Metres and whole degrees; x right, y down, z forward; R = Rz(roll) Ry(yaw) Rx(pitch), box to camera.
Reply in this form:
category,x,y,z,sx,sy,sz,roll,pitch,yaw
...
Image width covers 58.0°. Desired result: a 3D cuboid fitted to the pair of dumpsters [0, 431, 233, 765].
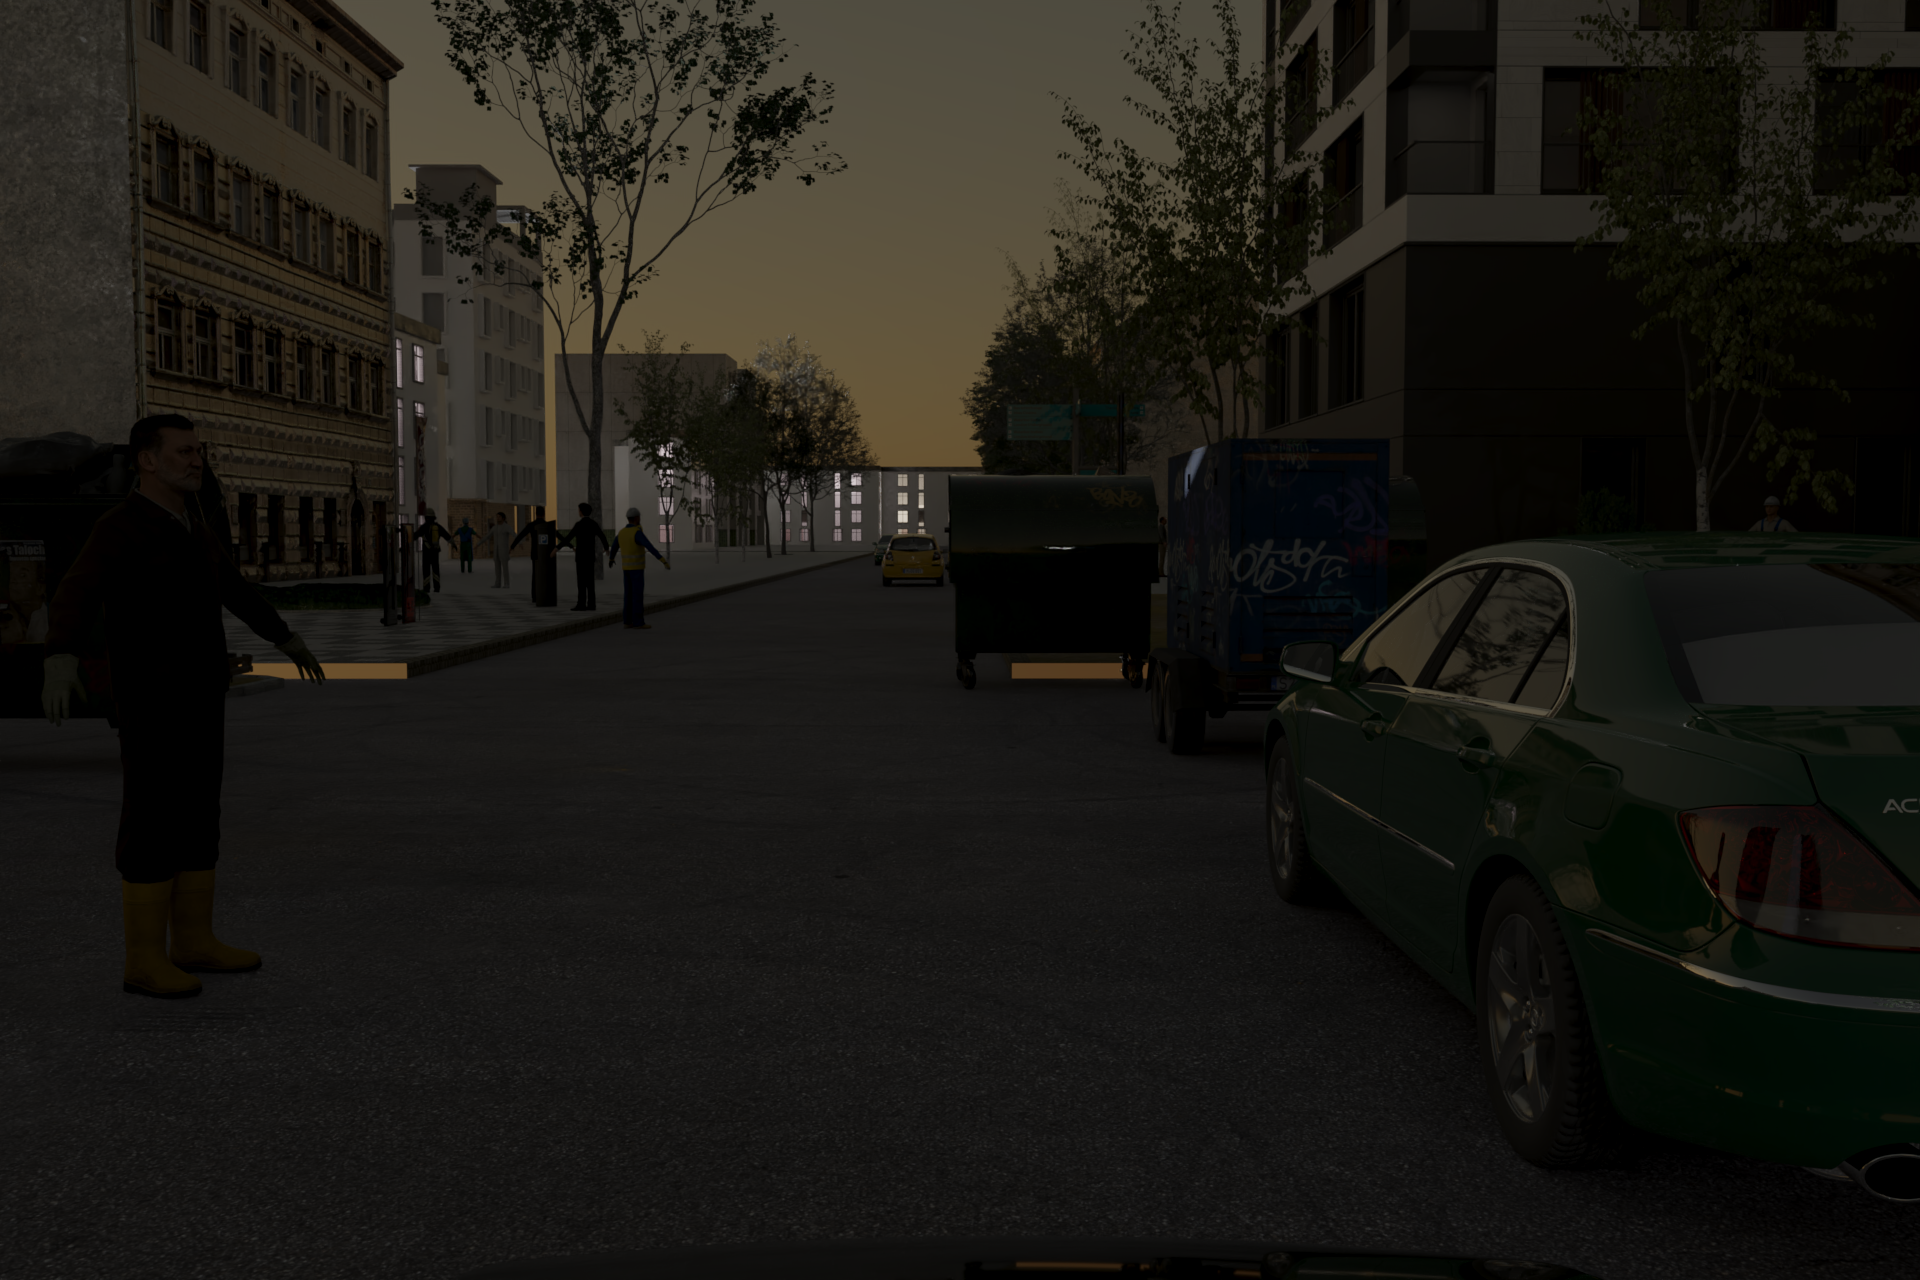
category,x,y,z,sx,sy,sz,roll,pitch,yaw
pair of dumpsters,-6.995,-0.354,10.735,4.436,2.255,1.574,0,4,-1

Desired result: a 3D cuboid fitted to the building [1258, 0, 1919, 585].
category,x,y,z,sx,sy,sz,roll,pitch,yaw
building,21.547,-12.387,46.507,27.936,21.610,32.646,0,4,-1

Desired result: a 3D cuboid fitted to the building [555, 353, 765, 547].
category,x,y,z,sx,sy,sz,roll,pitch,yaw
building,-31.176,-19.510,185.453,16.747,18.905,31.486,0,4,0

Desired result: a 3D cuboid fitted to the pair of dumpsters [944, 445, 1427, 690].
category,x,y,z,sx,sy,sz,roll,pitch,yaw
pair of dumpsters,2.070,-0.705,16.475,4.436,2.255,1.574,0,4,-1

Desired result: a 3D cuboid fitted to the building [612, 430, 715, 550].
category,x,y,z,sx,sy,sz,roll,pitch,yaw
building,-26.213,-12.936,153.651,9.099,9.664,28.070,0,4,-1

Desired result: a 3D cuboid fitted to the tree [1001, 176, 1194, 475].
category,x,y,z,sx,sy,sz,roll,pitch,yaw
tree,3.352,-5.179,35.040,4.360,8.622,3.978,0,3,0

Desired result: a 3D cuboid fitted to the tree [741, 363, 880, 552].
category,x,y,z,sx,sy,sz,roll,pitch,yaw
tree,-10.684,-13.031,123.427,12.009,13.543,11.850,0,3,0

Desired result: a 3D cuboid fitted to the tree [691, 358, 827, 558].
category,x,y,z,sx,sy,sz,roll,pitch,yaw
tree,-10.534,-9.667,92.460,7.601,10.594,8.767,1,4,9

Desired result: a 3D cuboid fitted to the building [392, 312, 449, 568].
category,x,y,z,sx,sy,sz,roll,pitch,yaw
building,-25.863,-7.899,71.293,9.099,9.664,28.070,0,4,0

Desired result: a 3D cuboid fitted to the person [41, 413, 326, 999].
category,x,y,z,sx,sy,sz,roll,pitch,yaw
person,-2.479,0.189,5.504,0.704,1.812,1.346,1,4,11

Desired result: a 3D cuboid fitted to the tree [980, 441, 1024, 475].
category,x,y,z,sx,sy,sz,roll,pitch,yaw
tree,4.534,-11.549,123.243,7.601,10.594,8.767,0,4,6

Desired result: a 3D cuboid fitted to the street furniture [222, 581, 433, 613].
category,x,y,z,sx,sy,sz,roll,pitch,yaw
street furniture,-14.377,-0.941,31.015,10.072,0.657,5.734,3,5,40

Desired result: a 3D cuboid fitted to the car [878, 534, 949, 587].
category,x,y,z,sx,sy,sz,roll,pitch,yaw
car,-1.302,-2.344,48.549,2.015,1.641,3.980,0,4,-1

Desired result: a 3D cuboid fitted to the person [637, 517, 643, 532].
category,x,y,z,sx,sy,sz,roll,pitch,yaw
person,-9.382,-2.706,50.217,0.705,1.833,1.349,-1,4,-10

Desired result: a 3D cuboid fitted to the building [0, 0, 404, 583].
category,x,y,z,sx,sy,sz,roll,pitch,yaw
building,-27.500,-13.203,46.804,19.493,23.208,18.063,0,4,-1

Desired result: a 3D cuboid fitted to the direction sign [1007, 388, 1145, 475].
category,x,y,z,sx,sy,sz,roll,pitch,yaw
direction sign,2.119,-2.600,31.280,2.525,3.948,1.411,0,4,1

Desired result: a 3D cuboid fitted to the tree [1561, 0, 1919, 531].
category,x,y,z,sx,sy,sz,roll,pitch,yaw
tree,8.719,-4.246,19.785,4.737,8.622,4.395,0,3,0

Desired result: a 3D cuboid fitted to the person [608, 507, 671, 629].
category,x,y,z,sx,sy,sz,roll,pitch,yaw
person,-4.921,-1.090,26.250,1.349,1.833,0.705,3,4,39

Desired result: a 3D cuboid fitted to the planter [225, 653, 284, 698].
category,x,y,z,sx,sy,sz,roll,pitch,yaw
planter,-7.308,0.333,15.699,1.991,0.319,1.994,0,4,0

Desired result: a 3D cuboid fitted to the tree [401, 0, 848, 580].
category,x,y,z,sx,sy,sz,roll,pitch,yaw
tree,-9.563,-11.828,49.285,12.611,20.169,13.585,0,3,0

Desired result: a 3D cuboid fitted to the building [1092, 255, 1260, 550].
category,x,y,z,sx,sy,sz,roll,pitch,yaw
building,20.246,-19.218,145.147,19.493,23.208,18.063,0,4,-1

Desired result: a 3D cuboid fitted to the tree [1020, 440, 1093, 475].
category,x,y,z,sx,sy,sz,roll,pitch,yaw
tree,4.922,-8.591,90.822,4.737,8.622,4.395,0,3,0

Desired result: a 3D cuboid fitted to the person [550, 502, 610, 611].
category,x,y,z,sx,sy,sz,roll,pitch,yaw
person,-6.283,-1.391,28.936,0.705,1.806,1.347,2,4,31

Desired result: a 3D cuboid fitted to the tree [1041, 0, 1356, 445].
category,x,y,z,sx,sy,sz,roll,pitch,yaw
tree,3.357,-4.438,22.921,4.737,8.622,4.395,0,3,0

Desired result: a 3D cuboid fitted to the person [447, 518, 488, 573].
category,x,y,z,sx,sy,sz,roll,pitch,yaw
person,-16.139,-3.090,56.648,1.347,1.817,0.704,0,4,4

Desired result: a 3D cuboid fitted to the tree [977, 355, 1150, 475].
category,x,y,z,sx,sy,sz,roll,pitch,yaw
tree,5.046,-9.169,84.323,8.767,10.594,7.601,0,4,1

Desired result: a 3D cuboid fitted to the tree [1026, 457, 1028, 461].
category,x,y,z,sx,sy,sz,roll,pitch,yaw
tree,5.104,-10.161,116.495,4.360,8.622,3.978,0,3,0

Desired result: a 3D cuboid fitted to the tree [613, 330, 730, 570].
category,x,y,z,sx,sy,sz,roll,pitch,yaw
tree,-10.433,-6.827,61.979,4.737,8.622,4.395,0,3,0

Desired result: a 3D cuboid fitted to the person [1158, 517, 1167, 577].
category,x,y,z,sx,sy,sz,roll,pitch,yaw
person,6.047,-2.764,51.460,0.705,1.796,1.348,0,4,7

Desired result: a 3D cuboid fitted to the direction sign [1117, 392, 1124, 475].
category,x,y,z,sx,sy,sz,roll,pitch,yaw
direction sign,2.600,-2.212,28.160,0.379,3.537,0.876,0,4,0

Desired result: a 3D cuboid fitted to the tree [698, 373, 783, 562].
category,x,y,z,sx,sy,sz,roll,pitch,yaw
tree,-9.914,-7.886,79.292,4.360,8.622,3.978,0,3,0

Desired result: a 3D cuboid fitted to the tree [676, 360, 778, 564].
category,x,y,z,sx,sy,sz,roll,pitch,yaw
tree,-10.191,-7.534,73.540,4.737,8.622,4.395,0,3,0

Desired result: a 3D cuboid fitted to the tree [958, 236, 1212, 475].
category,x,y,z,sx,sy,sz,roll,pitch,yaw
tree,5.010,-9.788,70.400,12.009,13.543,11.850,0,3,0

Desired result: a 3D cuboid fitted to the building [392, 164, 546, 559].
category,x,y,z,sx,sy,sz,roll,pitch,yaw
building,-29.519,-14.289,90.045,16.016,20.090,11.380,0,4,-1

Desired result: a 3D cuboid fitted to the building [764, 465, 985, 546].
category,x,y,z,sx,sy,sz,roll,pitch,yaw
building,-9.684,-16.374,212.311,28.070,9.664,9.099,0,4,1

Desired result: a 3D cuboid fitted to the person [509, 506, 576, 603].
category,x,y,z,sx,sy,sz,roll,pitch,yaw
person,-7.823,-1.599,32.372,1.346,1.802,0.704,1,4,9

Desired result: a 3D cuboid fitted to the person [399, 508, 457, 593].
category,x,y,z,sx,sy,sz,roll,pitch,yaw
person,-11.604,-1.966,37.927,1.354,1.856,0.705,-3,5,-43

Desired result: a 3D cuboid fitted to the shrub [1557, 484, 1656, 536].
category,x,y,z,sx,sy,sz,roll,pitch,yaw
shrub,10.016,-1.406,27.033,1.661,2.075,1.752,0,3,0

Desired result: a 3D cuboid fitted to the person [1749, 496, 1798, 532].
category,x,y,z,sx,sy,sz,roll,pitch,yaw
person,12.179,-1.235,26.044,0.705,1.847,1.347,-3,5,-42

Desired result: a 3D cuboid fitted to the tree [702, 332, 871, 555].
category,x,y,z,sx,sy,sz,roll,pitch,yaw
tree,-10.802,-11.945,105.668,12.009,13.543,11.850,0,3,0

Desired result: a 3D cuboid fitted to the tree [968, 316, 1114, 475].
category,x,y,z,sx,sy,sz,roll,pitch,yaw
tree,4.891,-11.811,99.764,9.857,13.997,8.962,0,3,0

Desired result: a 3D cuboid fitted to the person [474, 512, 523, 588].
category,x,y,z,sx,sy,sz,roll,pitch,yaw
person,-10.909,-2.137,41.127,1.347,1.806,0.705,1,4,20

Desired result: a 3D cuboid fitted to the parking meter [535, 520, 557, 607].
category,x,y,z,sx,sy,sz,roll,pitch,yaw
parking meter,-7.324,-1.359,30.636,0.372,1.533,0.369,0,3,0

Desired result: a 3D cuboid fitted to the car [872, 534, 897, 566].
category,x,y,z,sx,sy,sz,roll,pitch,yaw
car,-2.984,-4.187,80.249,2.131,1.459,4.920,0,4,0

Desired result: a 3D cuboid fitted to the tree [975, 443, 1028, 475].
category,x,y,z,sx,sy,sz,roll,pitch,yaw
tree,5.079,-10.643,108.424,8.767,10.594,7.601,0,4,3

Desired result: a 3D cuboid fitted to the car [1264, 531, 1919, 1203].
category,x,y,z,sx,sy,sz,roll,pitch,yaw
car,2.166,0.395,5.344,2.131,1.459,4.920,0,4,-1

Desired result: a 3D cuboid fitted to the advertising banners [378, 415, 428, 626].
category,x,y,z,sx,sy,sz,roll,pitch,yaw
advertising banners,-7.963,-1.756,24.899,0.090,3.025,2.074,0,4,1

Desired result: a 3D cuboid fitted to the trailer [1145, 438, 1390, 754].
category,x,y,z,sx,sy,sz,roll,pitch,yaw
trailer,2.050,-0.322,12.309,1.471,1.999,3.904,0,4,-1
